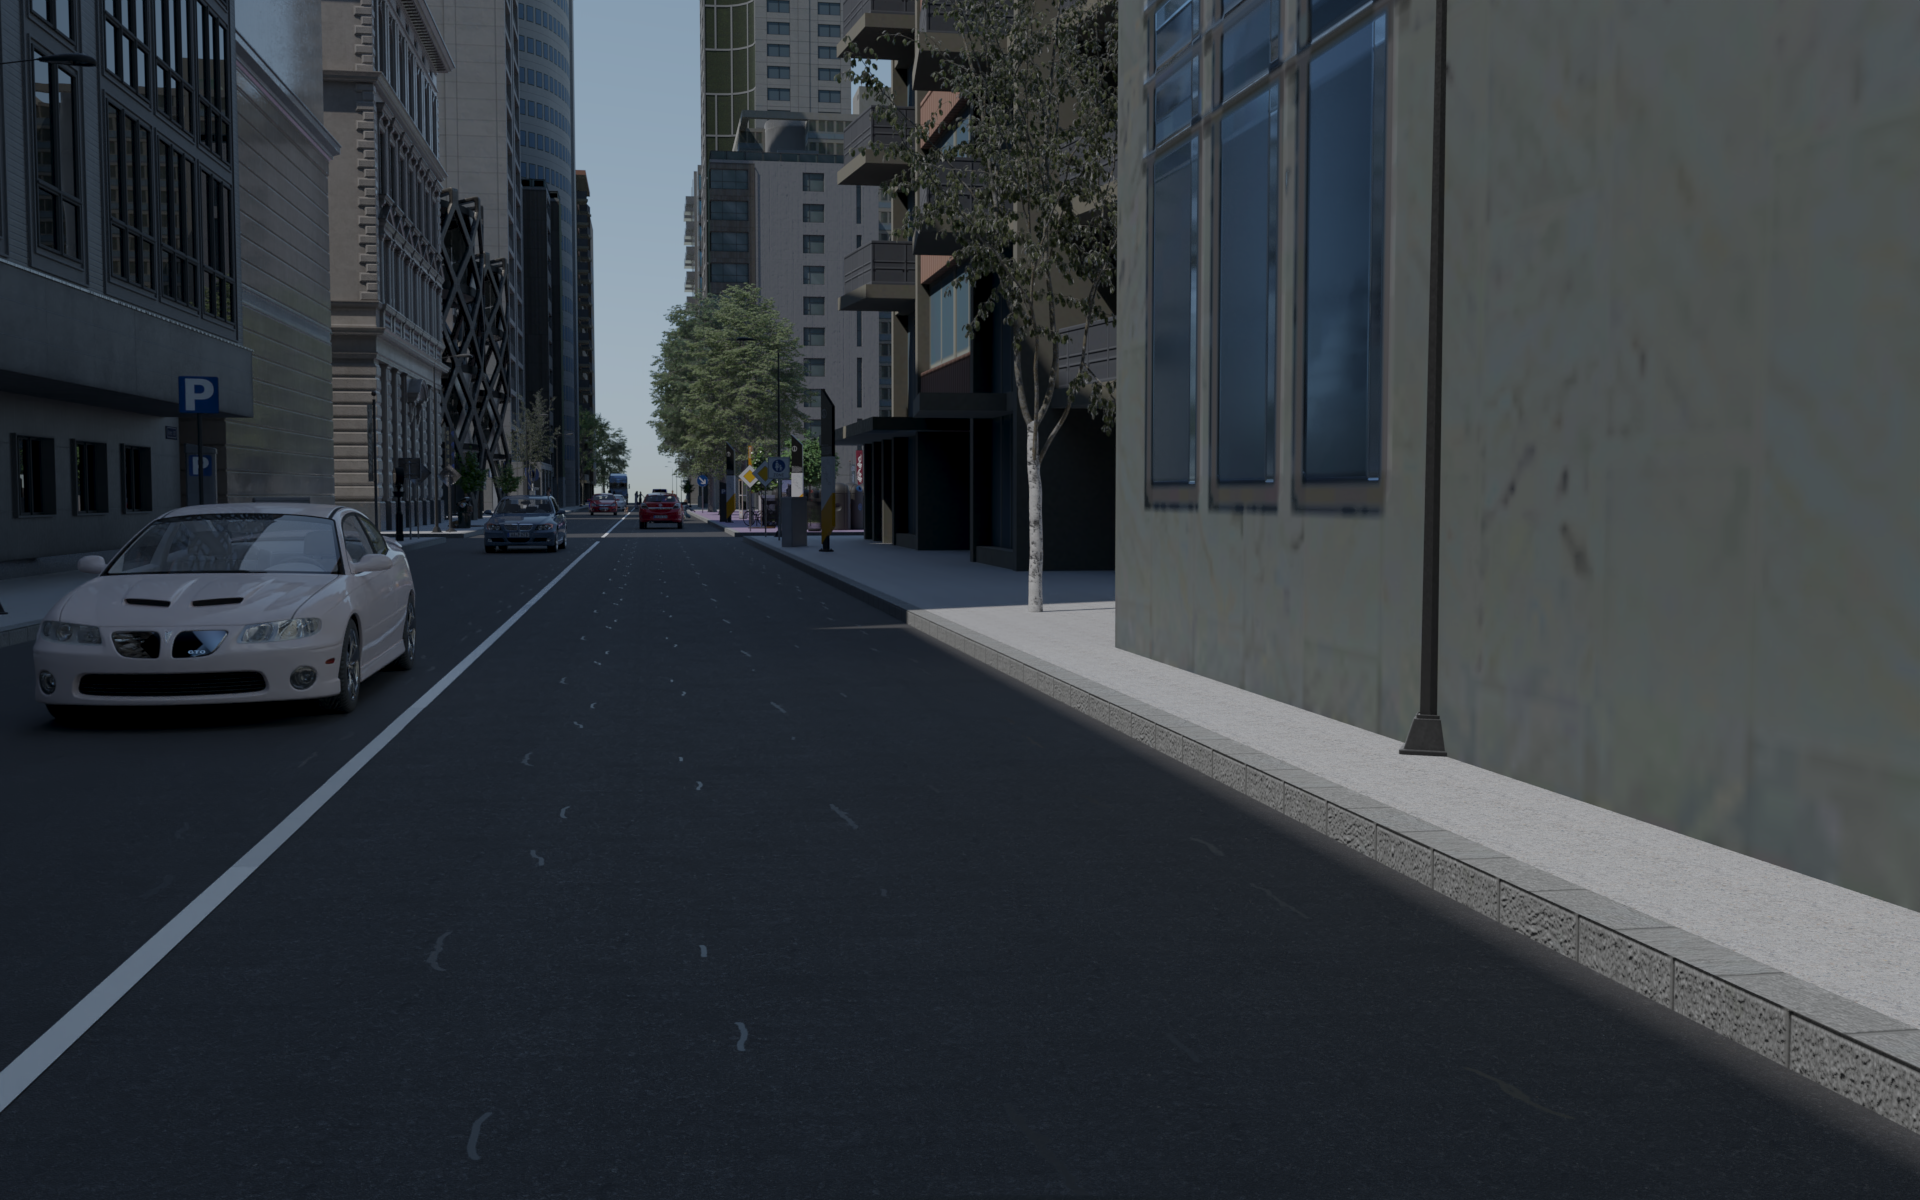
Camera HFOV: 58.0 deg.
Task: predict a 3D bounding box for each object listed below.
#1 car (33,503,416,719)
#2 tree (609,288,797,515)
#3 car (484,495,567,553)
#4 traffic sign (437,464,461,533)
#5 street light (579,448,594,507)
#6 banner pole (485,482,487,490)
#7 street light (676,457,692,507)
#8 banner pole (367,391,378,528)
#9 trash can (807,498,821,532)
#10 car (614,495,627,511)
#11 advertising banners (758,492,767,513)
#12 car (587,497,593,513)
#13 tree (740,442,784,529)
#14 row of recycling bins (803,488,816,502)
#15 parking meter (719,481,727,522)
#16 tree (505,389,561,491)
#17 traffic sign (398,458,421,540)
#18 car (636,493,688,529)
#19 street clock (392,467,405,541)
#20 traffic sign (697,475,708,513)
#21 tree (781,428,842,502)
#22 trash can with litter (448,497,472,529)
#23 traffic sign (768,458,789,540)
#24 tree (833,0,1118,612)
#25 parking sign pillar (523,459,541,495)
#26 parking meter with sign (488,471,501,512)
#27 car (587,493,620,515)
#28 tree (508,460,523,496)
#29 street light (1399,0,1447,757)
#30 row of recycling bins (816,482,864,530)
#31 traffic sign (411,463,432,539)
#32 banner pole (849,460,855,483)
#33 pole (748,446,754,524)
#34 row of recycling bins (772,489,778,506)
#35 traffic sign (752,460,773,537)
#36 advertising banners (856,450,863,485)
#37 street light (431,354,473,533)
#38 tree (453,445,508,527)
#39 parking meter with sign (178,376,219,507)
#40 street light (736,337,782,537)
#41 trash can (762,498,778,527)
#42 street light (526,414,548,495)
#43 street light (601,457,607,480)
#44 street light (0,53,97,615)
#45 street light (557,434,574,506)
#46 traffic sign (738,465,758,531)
[{"bbox_3d":[-5.147,-0.018,12.657,2.083,1.381,4.827,-1,4,-10],"label":"car"},{"bbox_3d":[-14.559,-12.191,105.970,9.857,13.997,8.962,0,3,0],"label":"tree"},{"bbox_3d":[-10.991,-1.956,43.983,2.014,1.417,4.499,-1,4,-8],"label":"car"},{"bbox_3d":[-16.988,-3.302,57.630,0.795,2.450,0.064,-1,4,-10],"label":"traffic sign"},{"bbox_3d":[-37.971,-12.435,175.859,1.470,5.913,1.316,-1,4,-10],"label":"street light"},{"bbox_3d":[-32.173,-7.757,116.851,0.863,3.779,0.401,3,5,44],"label":"banner pole"},{"bbox_3d":[-26.381,-11.810,165.630,1.470,5.913,1.316,-1,4,-10],"label":"street light"},{"bbox_3d":[-14.366,-3.202,42.366,0.401,3.779,0.863,-2,4,-34],"label":"banner pole"},{"bbox_3d":[-4.991,-2.922,59.431,0.748,1.137,0.748,0,3,0],"label":"trash can"},{"bbox_3d":[-29.710,-8.366,149.146,2.083,1.381,4.827,-1,4,-9],"label":"car"},{"bbox_3d":[-13.333,-7.299,115.527,0.090,3.025,2.074,1,4,19],"label":"advertising banners"},{"bbox_3d":[-28.001,-7.478,134.849,1.945,1.354,3.894,-1,4,-11],"label":"car"},{"bbox_3d":[-7.492,-4.271,64.439,1.663,3.219,1.824,0,3,0],"label":"tree"},{"bbox_3d":[-10.792,-7.132,123.714,3.534,1.692,1.069,2,4,28],"label":"row of recycling bins"},{"bbox_3d":[-10.847,-4.517,79.559,0.399,1.863,0.255,0,4,-6],"label":"parking meter"},{"bbox_3d":[-29.935,-10.441,121.068,4.360,8.622,3.978,0,3,0],"label":"tree"},{"bbox_3d":[-15.465,-2.848,48.696,0.606,2.300,0.079,-1,4,-10],"label":"traffic sign"},{"bbox_3d":[-12.508,-3.890,72.639,2.155,1.783,4.494,-1,4,-8],"label":"car"},{"bbox_3d":[-15.264,-2.603,47.122,0.358,2.002,0.471,-2,4,-29],"label":"street clock"},{"bbox_3d":[-17.282,-7.104,116.252,0.768,2.556,0.104,0,4,-7],"label":"traffic sign"},{"bbox_3d":[-7.439,-6.252,85.937,4.285,4.588,4.351,0,3,0],"label":"tree"},{"bbox_3d":[-18.651,-3.246,64.452,1.055,1.170,0.624,2,4,32],"label":"trash can with litter"},{"bbox_3d":[-4.994,-2.791,47.765,0.606,2.300,0.079,0,4,-3],"label":"traffic sign"},{"bbox_3d":[0.794,-4.158,18.345,4.360,8.622,3.978,0,3,0],"label":"tree"},{"bbox_3d":[-31.644,-8.533,127.988,1.447,3.967,1.447,3,4,38],"label":"parking sign pillar"},{"bbox_3d":[-33.275,-7.848,124.579,0.543,3.016,1.738,-3,5,-41],"label":"parking meter with sign"},{"bbox_3d":[-24.165,-6.628,117.406,2.155,1.783,4.494,-1,4,-12],"label":"car"},{"bbox_3d":[-25.184,-6.261,96.968,1.663,3.219,1.824,0,3,0],"label":"tree"},{"bbox_3d":[1.803,-2.190,8.340,1.470,5.913,1.316,-1,4,-10],"label":"street light"},{"bbox_3d":[-3.652,-3.397,62.649,1.069,1.692,3.534,2,4,31],"label":"row of recycling bins"},{"bbox_3d":[-15.580,-2.821,49.769,0.795,2.450,0.064,-1,4,-10],"label":"traffic sign"},{"bbox_3d":[-8.026,-8.481,128.679,0.401,3.779,0.863,2,4,34],"label":"banner pole"},{"bbox_3d":[-8.856,-4.869,73.453,0.158,3.312,0.155,0,3,0],"label":"pole"},{"bbox_3d":[-13.516,-7.715,133.246,1.069,1.692,3.534,-2,4,-31],"label":"row of recycling bins"},{"bbox_3d":[-5.788,-2.927,51.496,0.795,2.450,0.064,-1,4,-10],"label":"traffic sign"},{"bbox_3d":[-3.549,-4.401,68.141,0.090,3.025,2.074,-2,4,-35],"label":"advertising banners"},{"bbox_3d":[-16.850,-5.195,57.471,1.470,5.913,1.316,-1,4,-10],"label":"street light"},{"bbox_3d":[-19.155,-4.492,68.046,1.663,3.219,1.824,0,3,0],"label":"tree"},{"bbox_3d":[-11.564,-1.848,26.468,0.543,3.016,1.738,-1,4,-21],"label":"parking meter with sign"},{"bbox_3d":[-5.917,-4.825,51.424,1.470,5.913,1.316,-1,4,-10],"label":"street light"},{"bbox_3d":[-7.312,-3.365,66.677,0.748,1.137,0.748,0,3,0],"label":"trash can"},{"bbox_3d":[-24.616,-7.835,100.645,1.470,5.913,1.316,-1,4,-10],"label":"street light"},{"bbox_3d":[-45.165,-14.897,216.106,1.470,5.913,1.316,-1,4,-10],"label":"street light"},{"bbox_3d":[-9.798,-2.800,18.322,1.470,5.913,1.316,-1,4,-10],"label":"street light"},{"bbox_3d":[-30.323,-9.804,132.838,1.470,5.913,1.316,-1,4,-10],"label":"street light"},{"bbox_3d":[-7.195,-3.408,59.356,0.795,2.450,0.064,-1,4,-10],"label":"traffic sign"}]
